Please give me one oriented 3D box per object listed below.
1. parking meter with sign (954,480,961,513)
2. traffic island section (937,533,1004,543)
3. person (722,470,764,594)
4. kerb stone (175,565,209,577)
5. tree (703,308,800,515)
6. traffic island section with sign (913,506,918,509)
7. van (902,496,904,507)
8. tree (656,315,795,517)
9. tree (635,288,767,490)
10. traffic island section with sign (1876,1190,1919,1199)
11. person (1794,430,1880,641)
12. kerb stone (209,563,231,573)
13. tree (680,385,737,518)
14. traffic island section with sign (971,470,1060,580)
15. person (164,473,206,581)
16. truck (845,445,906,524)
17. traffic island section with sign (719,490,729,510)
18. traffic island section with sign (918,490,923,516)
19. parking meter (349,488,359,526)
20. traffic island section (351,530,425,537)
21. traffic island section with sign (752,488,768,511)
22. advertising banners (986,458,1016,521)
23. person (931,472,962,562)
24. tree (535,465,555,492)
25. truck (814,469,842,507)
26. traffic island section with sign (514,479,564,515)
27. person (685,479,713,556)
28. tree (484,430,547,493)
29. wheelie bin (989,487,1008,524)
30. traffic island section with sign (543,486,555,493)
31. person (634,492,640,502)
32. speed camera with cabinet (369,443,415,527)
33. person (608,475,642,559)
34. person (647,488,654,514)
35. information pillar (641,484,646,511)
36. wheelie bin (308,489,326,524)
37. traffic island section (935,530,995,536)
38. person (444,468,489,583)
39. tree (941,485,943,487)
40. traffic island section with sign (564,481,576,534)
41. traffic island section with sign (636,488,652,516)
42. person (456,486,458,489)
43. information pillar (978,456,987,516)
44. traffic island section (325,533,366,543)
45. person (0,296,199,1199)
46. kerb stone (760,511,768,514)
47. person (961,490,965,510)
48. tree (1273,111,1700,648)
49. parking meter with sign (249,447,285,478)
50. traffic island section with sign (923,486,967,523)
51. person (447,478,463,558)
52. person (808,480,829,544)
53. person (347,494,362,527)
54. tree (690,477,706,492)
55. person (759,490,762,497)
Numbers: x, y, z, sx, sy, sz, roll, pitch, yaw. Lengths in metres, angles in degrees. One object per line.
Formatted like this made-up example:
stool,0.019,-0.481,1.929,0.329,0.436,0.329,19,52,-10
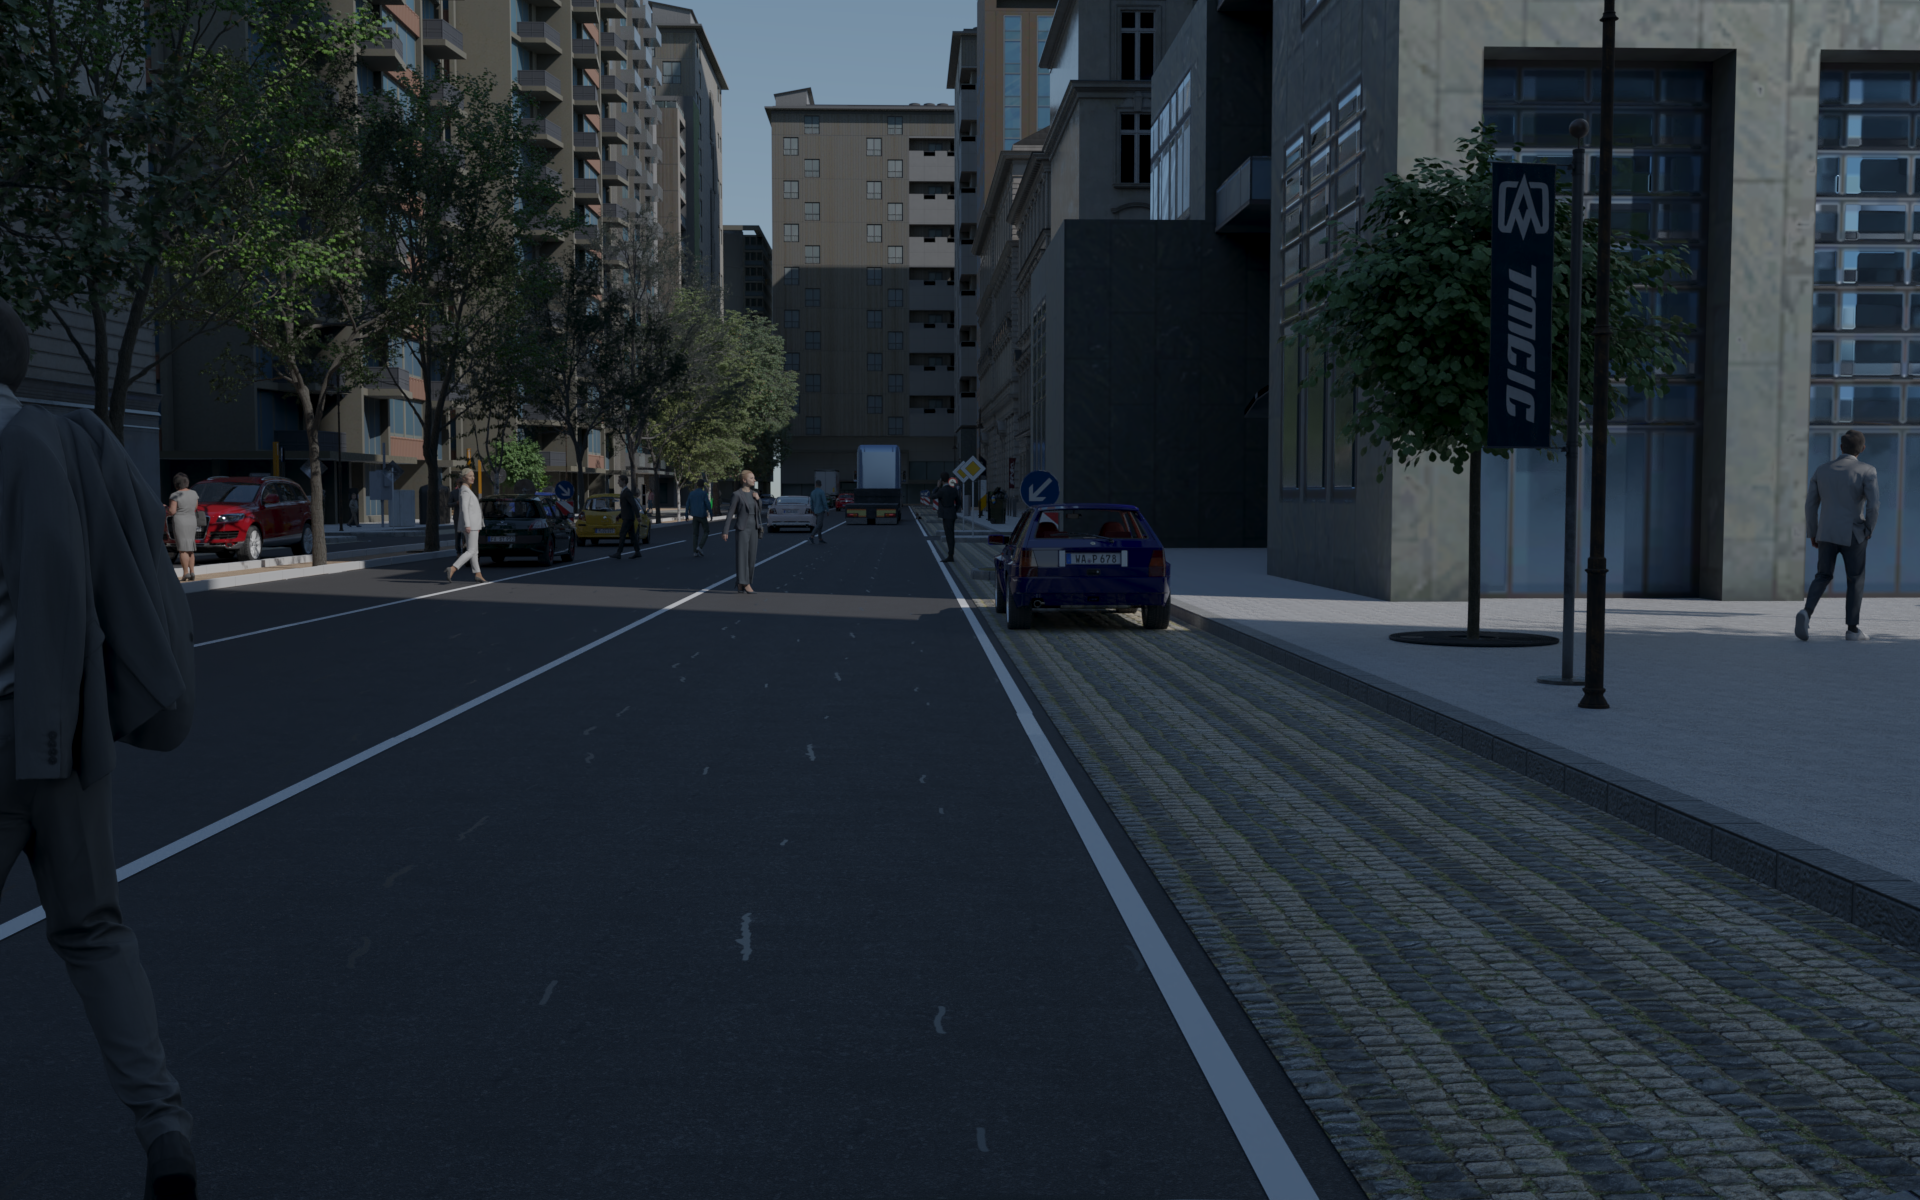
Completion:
parking meter with sign,-0.144,-7.505,118.971,0.543,3.016,1.738,-1,4,-9
traffic island section,0.432,-1.824,52.097,2.009,0.180,2.903,0,4,-2
person,-3.128,-0.979,24.928,0.534,1.772,0.576,2,4,25
kerb stone,-13.509,-0.498,30.445,0.120,0.150,1.000,0,4,-2
tree,-15.384,-12.841,119.060,9.857,13.997,8.962,0,3,0
traffic island section with sign,-3.243,-9.405,162.407,1.989,1.847,2.006,0,4,-2
van,-7.289,-11.501,195.049,2.013,2.044,4.112,0,4,0
tree,-15.252,-11.531,108.000,9.611,12.733,9.660,0,3,0
tree,-14.430,-10.634,94.444,7.486,12.596,7.792,0,3,0
traffic island section with sign,2.092,0.395,2.163,1.989,1.847,2.006,0,4,-2
person,7.671,-0.564,15.113,0.795,1.843,0.661,-2,4,-34
kerb stone,-13.546,-0.567,31.468,0.120,0.150,1.000,0,4,-2
tree,-14.591,-9.037,100.573,4.360,8.622,3.978,0,3,0
traffic island section with sign,1.190,-1.268,29.361,1.989,1.847,2.006,0,4,-2
person,-12.683,-1.191,28.336,0.532,1.782,0.716,2,4,27
truck,-4.316,-6.084,89.224,2.967,4.110,18.799,0,4,-1
traffic island section with sign,-22.536,-9.335,161.252,1.989,1.847,2.006,0,4,-2
traffic island section with sign,-1.579,-6.349,112.440,1.989,1.847,2.006,0,4,-2
parking meter,-24.553,-3.777,70.169,0.372,1.533,0.369,0,3,0
traffic island section,-19.465,-2.272,59.431,2.009,0.180,2.903,0,4,-2
traffic island section with sign,-15.920,-7.722,134.384,2.006,1.907,1.989,0,4,-2
advertising banners,1.989,-5.295,82.753,0.090,3.025,2.074,3,5,44
person,-0.304,-1.745,36.391,0.474,1.900,0.648,2,4,29
tree,-23.448,-6.227,96.409,1.663,3.219,1.824,0,3,0
truck,-15.450,-13.071,202.630,2.839,4.237,11.283,0,4,-1
traffic island section with sign,-13.171,-2.676,51.884,2.006,1.907,1.989,0,4,-2
person,-5.976,-1.882,39.621,0.601,1.785,0.444,1,4,20
tree,-22.735,-6.415,88.602,4.285,4.588,4.351,0,3,0
wheelie bin,1.670,-4.068,74.422,0.693,1.594,0.980,1,4,17
traffic island section with sign,-19.957,-4.612,84.032,1.989,1.847,2.006,0,4,-2
person,-13.126,-3.598,69.930,0.503,1.515,0.523,-1,4,-11
speed camera with cabinet,-22.088,-4.468,67.387,0.660,3.252,2.038,1,4,20
person,-7.404,-1.830,38.202,0.755,1.850,0.659,-1,4,-13
person,-21.732,-6.910,121.490,0.555,1.821,0.388,1,4,19
information pillar,-23.249,-7.513,127.331,0.304,2.012,0.304,-1,4,-17
wheelie bin,-24.236,-3.504,65.201,0.693,1.594,0.980,-2,4,-23
traffic island section,0.166,-2.312,60.078,2.009,0.180,2.903,0,4,-2
person,-7.868,-1.172,27.539,0.818,1.842,0.514,-3,5,-40
tree,-1.368,-11.017,174.730,1.663,3.219,1.824,0,3,0
traffic island section with sign,-13.408,-3.129,59.288,2.006,1.907,1.989,0,4,-2
traffic island section with sign,-20.867,-6.284,111.365,1.989,1.847,2.006,0,4,-2
person,-23.839,-4.690,82.698,0.580,1.828,0.573,-2,4,-28
information pillar,1.309,-6.710,101.066,0.504,3.616,0.183,1,4,21
traffic island section,-19.199,-1.784,51.450,2.009,0.180,2.903,0,4,-2
person,-1.807,0.320,3.377,0.850,1.850,0.679,2,4,29
kerb stone,-14.739,-6.618,130.405,0.120,0.150,1.000,0,4,-2
person,0.341,-8.235,141.396,0.721,1.735,1.217,1,4,14
tree,4.445,-1.920,15.109,4.285,4.588,4.351,0,3,0
parking meter with sign,-25.754,-4.125,63.698,1.738,3.016,0.543,-2,4,-26
traffic island section with sign,-0.662,-4.676,85.076,1.989,1.847,2.006,0,4,-2
person,-11.065,-1.832,38.622,0.661,1.801,0.590,-2,4,-33
person,-4.117,-2.532,49.766,0.748,1.841,0.638,-2,4,-35
person,-23.384,-3.458,66.852,0.640,1.303,0.475,0,4,2
tree,-25.301,-10.541,166.939,1.663,3.219,1.824,0,3,0
person,-21.916,-11.137,190.214,0.705,1.869,1.348,-1,4,-16
